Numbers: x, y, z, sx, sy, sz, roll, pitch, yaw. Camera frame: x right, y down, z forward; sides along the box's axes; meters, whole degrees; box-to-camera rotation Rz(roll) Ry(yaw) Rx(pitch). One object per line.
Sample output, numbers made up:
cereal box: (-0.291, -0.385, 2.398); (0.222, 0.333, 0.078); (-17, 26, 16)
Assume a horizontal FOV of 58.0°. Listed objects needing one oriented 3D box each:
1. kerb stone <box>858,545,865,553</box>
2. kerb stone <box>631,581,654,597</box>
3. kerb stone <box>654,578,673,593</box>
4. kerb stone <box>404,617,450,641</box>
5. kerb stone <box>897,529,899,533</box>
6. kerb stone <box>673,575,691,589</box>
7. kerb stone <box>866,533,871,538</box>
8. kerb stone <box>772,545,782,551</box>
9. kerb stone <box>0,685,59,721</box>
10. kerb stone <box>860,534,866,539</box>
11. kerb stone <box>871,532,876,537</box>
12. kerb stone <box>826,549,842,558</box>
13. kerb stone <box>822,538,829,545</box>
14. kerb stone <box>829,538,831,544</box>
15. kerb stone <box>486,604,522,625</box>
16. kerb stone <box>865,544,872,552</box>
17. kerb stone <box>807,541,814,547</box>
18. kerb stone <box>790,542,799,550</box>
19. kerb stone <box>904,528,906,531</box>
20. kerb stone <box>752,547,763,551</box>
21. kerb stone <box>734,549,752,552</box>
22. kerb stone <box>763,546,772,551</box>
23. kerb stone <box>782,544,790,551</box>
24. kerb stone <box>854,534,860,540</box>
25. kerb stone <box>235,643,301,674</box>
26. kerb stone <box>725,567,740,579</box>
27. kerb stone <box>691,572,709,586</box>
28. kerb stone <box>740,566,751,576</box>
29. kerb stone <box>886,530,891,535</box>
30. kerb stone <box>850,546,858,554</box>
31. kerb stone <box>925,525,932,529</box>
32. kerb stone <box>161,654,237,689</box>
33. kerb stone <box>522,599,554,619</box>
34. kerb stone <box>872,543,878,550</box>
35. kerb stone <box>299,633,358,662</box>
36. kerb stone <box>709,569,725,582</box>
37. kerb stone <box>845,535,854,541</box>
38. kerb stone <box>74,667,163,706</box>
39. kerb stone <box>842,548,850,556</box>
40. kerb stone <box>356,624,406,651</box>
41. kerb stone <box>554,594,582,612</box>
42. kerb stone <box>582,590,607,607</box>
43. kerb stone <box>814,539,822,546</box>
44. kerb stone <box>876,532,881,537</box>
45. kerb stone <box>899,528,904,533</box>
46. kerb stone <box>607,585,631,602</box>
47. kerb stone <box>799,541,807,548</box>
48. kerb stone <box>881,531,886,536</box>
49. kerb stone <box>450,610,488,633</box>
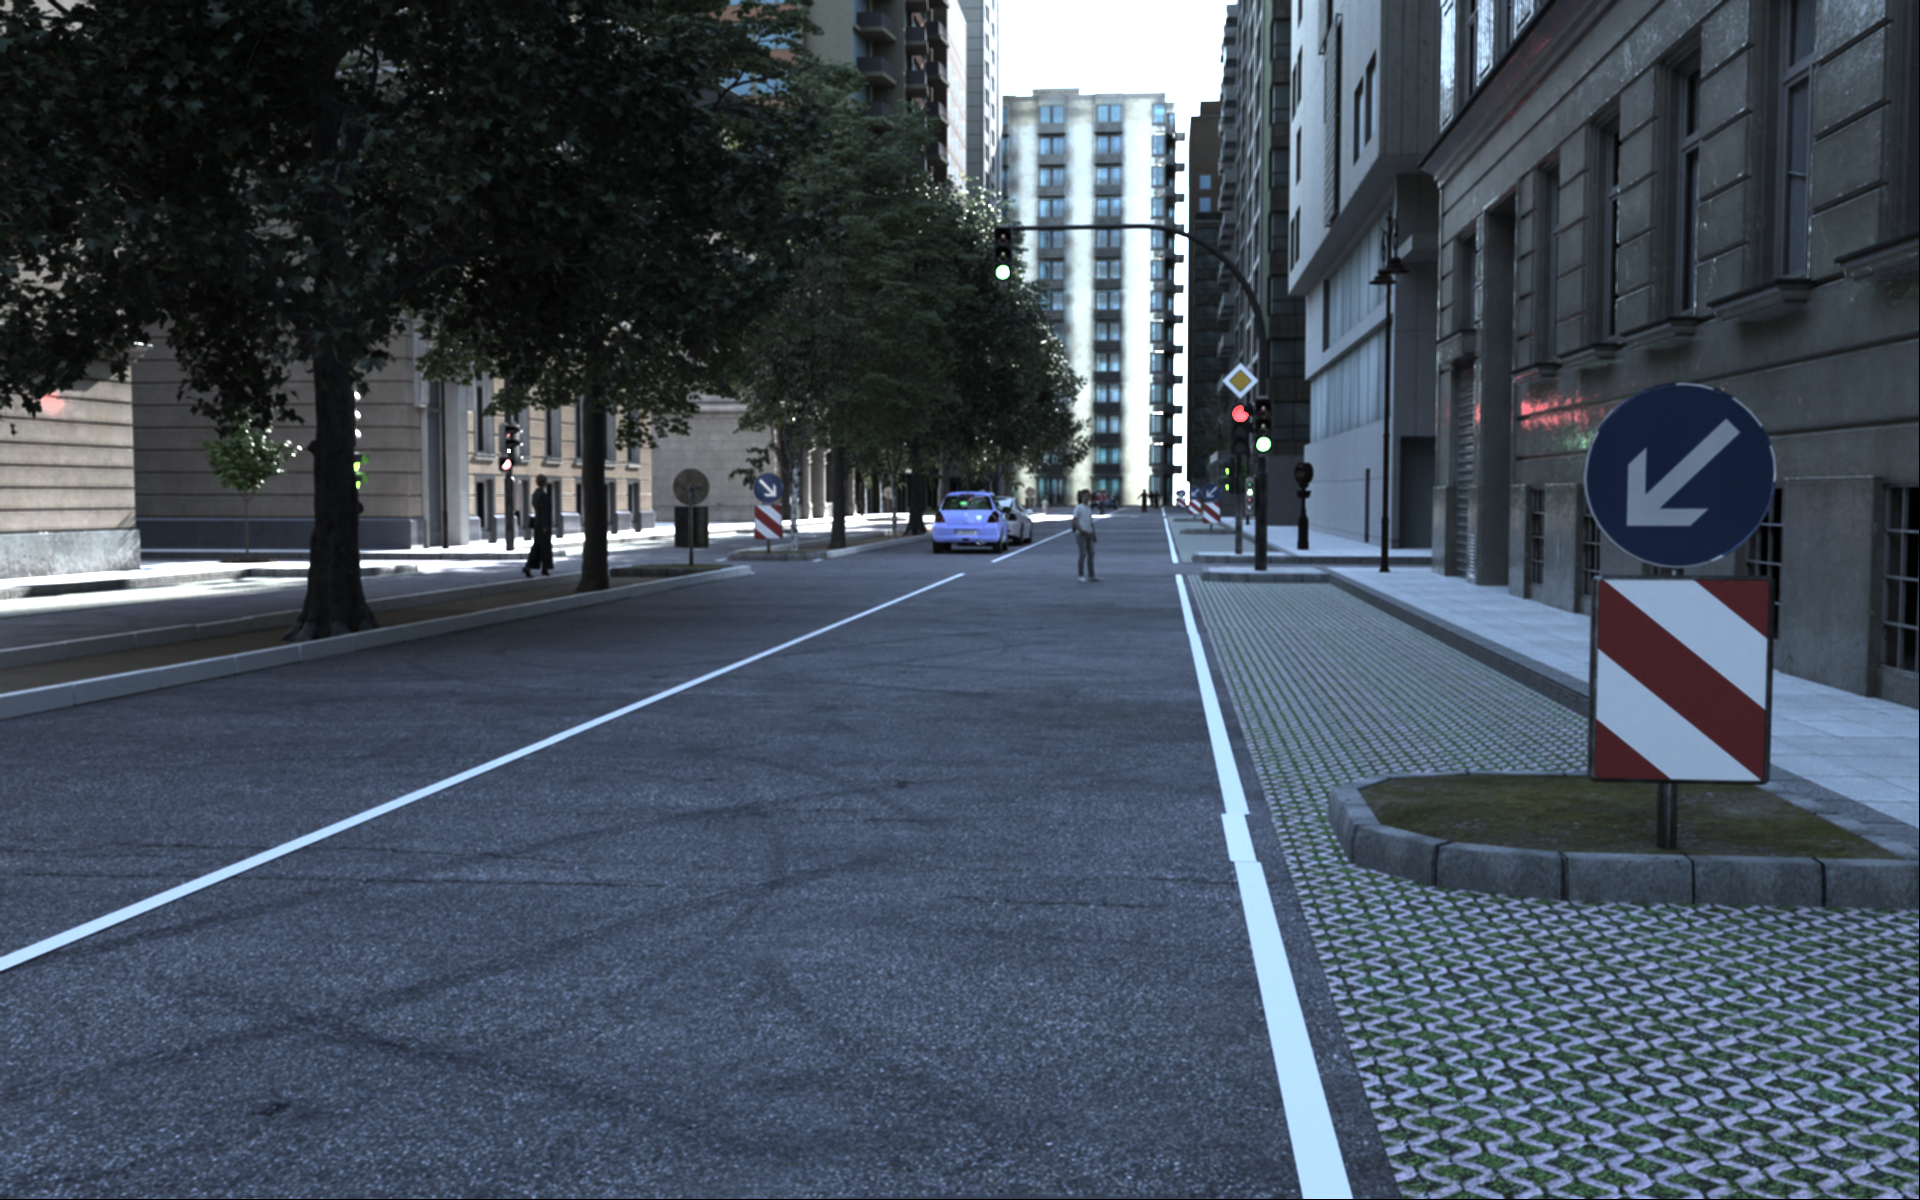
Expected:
kerb stone: (-2.525, -1.227, 42.254); (0.120, 0.150, 1.000); (0, 4, 7)
kerb stone: (-4.566, -0.137, 24.443); (0.120, 0.150, 1.000); (0, 4, 7)
kerb stone: (-4.451, -0.198, 25.459); (0.120, 0.150, 1.000); (0, 4, 7)
kerb stone: (-5.386, 0.299, 17.306); (0.120, 0.150, 1.000); (0, 4, 7)
kerb stone: (-2.390, -2.425, 61.838); (0.120, 0.150, 1.000); (0, 4, 7)
kerb stone: (-4.340, -0.262, 26.475); (0.120, 0.150, 1.000); (0, 4, 7)
kerb stone: (-3.086, -2.051, 55.733); (0.120, 0.150, 1.000); (0, 4, 7)
kerb stone: (-4.609, -1.239, 42.493); (0.120, 0.150, 1.000); (0, 4, 7)
kerb stone: (-6.092, 0.675, 11.181); (0.120, 0.150, 1.000); (0, 4, 7)
kerb stone: (-3.201, -1.987, 54.717); (0.120, 0.150, 1.000); (0, 4, 7)
kerb stone: (-2.965, -2.113, 56.748); (0.120, 0.150, 1.000); (0, 4, 7)
kerb stone: (-2.882, -1.039, 39.195); (0.120, 0.150, 1.000); (0, 4, 7)
kerb stone: (-3.910, -1.614, 48.604); (0.120, 0.150, 1.000); (0, 4, 7)
kerb stone: (-3.792, -1.677, 49.620); (0.120, 0.150, 1.000); (0, 4, 7)
kerb stone: (-5.158, 0.175, 19.342); (0.120, 0.150, 1.000); (0, 4, 7)
kerb stone: (-2.405, -1.289, 43.270); (0.120, 0.150, 1.000); (0, 4, 7)
kerb stone: (-4.146, -1.489, 46.573); (0.120, 0.150, 1.000); (0, 4, 7)
kerb stone: (-4.372, -1.363, 44.538); (0.120, 0.150, 1.000); (0, 4, 7)
kerb stone: (-2.148, -2.549, 63.874); (0.120, 0.150, 1.000); (0, 4, 7)
kerb stone: (-4.843, -1.114, 40.453); (0.120, 0.150, 1.000); (0, 4, 7)
kerb stone: (-4.961, -1.054, 39.434); (0.120, 0.150, 1.000); (0, 4, 7)
kerb stone: (-4.726, -1.179, 41.474); (0.120, 0.150, 1.000); (0, 4, 7)
kerb stone: (-4.493, -1.304, 43.513); (0.120, 0.150, 1.000); (0, 4, 7)
kerb stone: (-3.322, -1.926, 53.697); (0.120, 0.150, 1.000); (0, 4, 7)
kerb stone: (-5.744, 0.492, 14.242); (0.120, 0.150, 1.000); (0, 4, 7)
kerb stone: (-3.982, -0.449, 29.532); (0.120, 0.150, 1.000); (0, 4, 7)
kerb stone: (-4.218, -0.324, 27.498); (0.120, 0.150, 1.000); (0, 4, 7)
kerb stone: (-3.865, -0.509, 30.553); (0.120, 0.150, 1.000); (0, 4, 7)
kerb stone: (-2.616, -2.297, 59.802); (0.120, 0.150, 1.000); (0, 4, 7)
kerb stone: (-2.643, -1.163, 41.239); (0.120, 0.150, 1.000); (0, 4, 7)
kerb stone: (-1.216, -3.047, 72.027); (0.120, 0.150, 1.000); (0, 4, 7)
kerb stone: (-5.863, 0.554, 13.222); (0.120, 0.150, 1.000); (0, 4, 7)
kerb stone: (-5.036, 0.114, 20.365); (0.120, 0.150, 1.000); (0, 4, 7)
kerb stone: (-2.293, -1.351, 44.286); (0.120, 0.150, 1.000); (0, 4, 7)
kerb stone: (-5.619, 0.427, 15.263); (0.120, 0.150, 1.000); (0, 4, 7)
kerb stone: (-4.102, -0.386, 28.513); (0.120, 0.150, 1.000); (0, 4, 7)
kerb stone: (-3.443, -1.864, 52.677); (0.120, 0.150, 1.000); (0, 4, 7)
kerb stone: (-5.980, 0.614, 12.207); (0.120, 0.150, 1.000); (0, 4, 7)
kerb stone: (-2.757, -1.103, 40.223); (0.120, 0.150, 1.000); (0, 4, 7)
kerb stone: (-5.507, 0.362, 16.285); (0.120, 0.150, 1.000); (0, 4, 7)
kerb stone: (-4.923, 0.052, 21.380); (0.120, 0.150, 1.000); (0, 4, 7)
kerb stone: (-4.809, -0.012, 22.397); (0.120, 0.150, 1.000); (0, 4, 7)
kerb stone: (-4.027, -1.551, 47.588); (0.120, 0.150, 1.000); (0, 4, 7)
kerb stone: (-2.859, -2.175, 57.765); (0.120, 0.150, 1.000); (0, 4, 7)
kerb stone: (-2.274, -2.481, 62.856); (0.120, 0.150, 1.000); (0, 4, 7)
kerb stone: (-4.690, -0.070, 23.418); (0.120, 0.150, 1.000); (0, 4, 7)
kerb stone: (-4.259, -1.429, 45.557); (0.120, 0.150, 1.000); (0, 4, 7)
kerb stone: (-2.732, -2.238, 58.786); (0.120, 0.150, 1.000); (0, 4, 7)
kerb stone: (-5.275, 0.241, 18.327); (0.120, 0.150, 1.000); (0, 4, 7)
